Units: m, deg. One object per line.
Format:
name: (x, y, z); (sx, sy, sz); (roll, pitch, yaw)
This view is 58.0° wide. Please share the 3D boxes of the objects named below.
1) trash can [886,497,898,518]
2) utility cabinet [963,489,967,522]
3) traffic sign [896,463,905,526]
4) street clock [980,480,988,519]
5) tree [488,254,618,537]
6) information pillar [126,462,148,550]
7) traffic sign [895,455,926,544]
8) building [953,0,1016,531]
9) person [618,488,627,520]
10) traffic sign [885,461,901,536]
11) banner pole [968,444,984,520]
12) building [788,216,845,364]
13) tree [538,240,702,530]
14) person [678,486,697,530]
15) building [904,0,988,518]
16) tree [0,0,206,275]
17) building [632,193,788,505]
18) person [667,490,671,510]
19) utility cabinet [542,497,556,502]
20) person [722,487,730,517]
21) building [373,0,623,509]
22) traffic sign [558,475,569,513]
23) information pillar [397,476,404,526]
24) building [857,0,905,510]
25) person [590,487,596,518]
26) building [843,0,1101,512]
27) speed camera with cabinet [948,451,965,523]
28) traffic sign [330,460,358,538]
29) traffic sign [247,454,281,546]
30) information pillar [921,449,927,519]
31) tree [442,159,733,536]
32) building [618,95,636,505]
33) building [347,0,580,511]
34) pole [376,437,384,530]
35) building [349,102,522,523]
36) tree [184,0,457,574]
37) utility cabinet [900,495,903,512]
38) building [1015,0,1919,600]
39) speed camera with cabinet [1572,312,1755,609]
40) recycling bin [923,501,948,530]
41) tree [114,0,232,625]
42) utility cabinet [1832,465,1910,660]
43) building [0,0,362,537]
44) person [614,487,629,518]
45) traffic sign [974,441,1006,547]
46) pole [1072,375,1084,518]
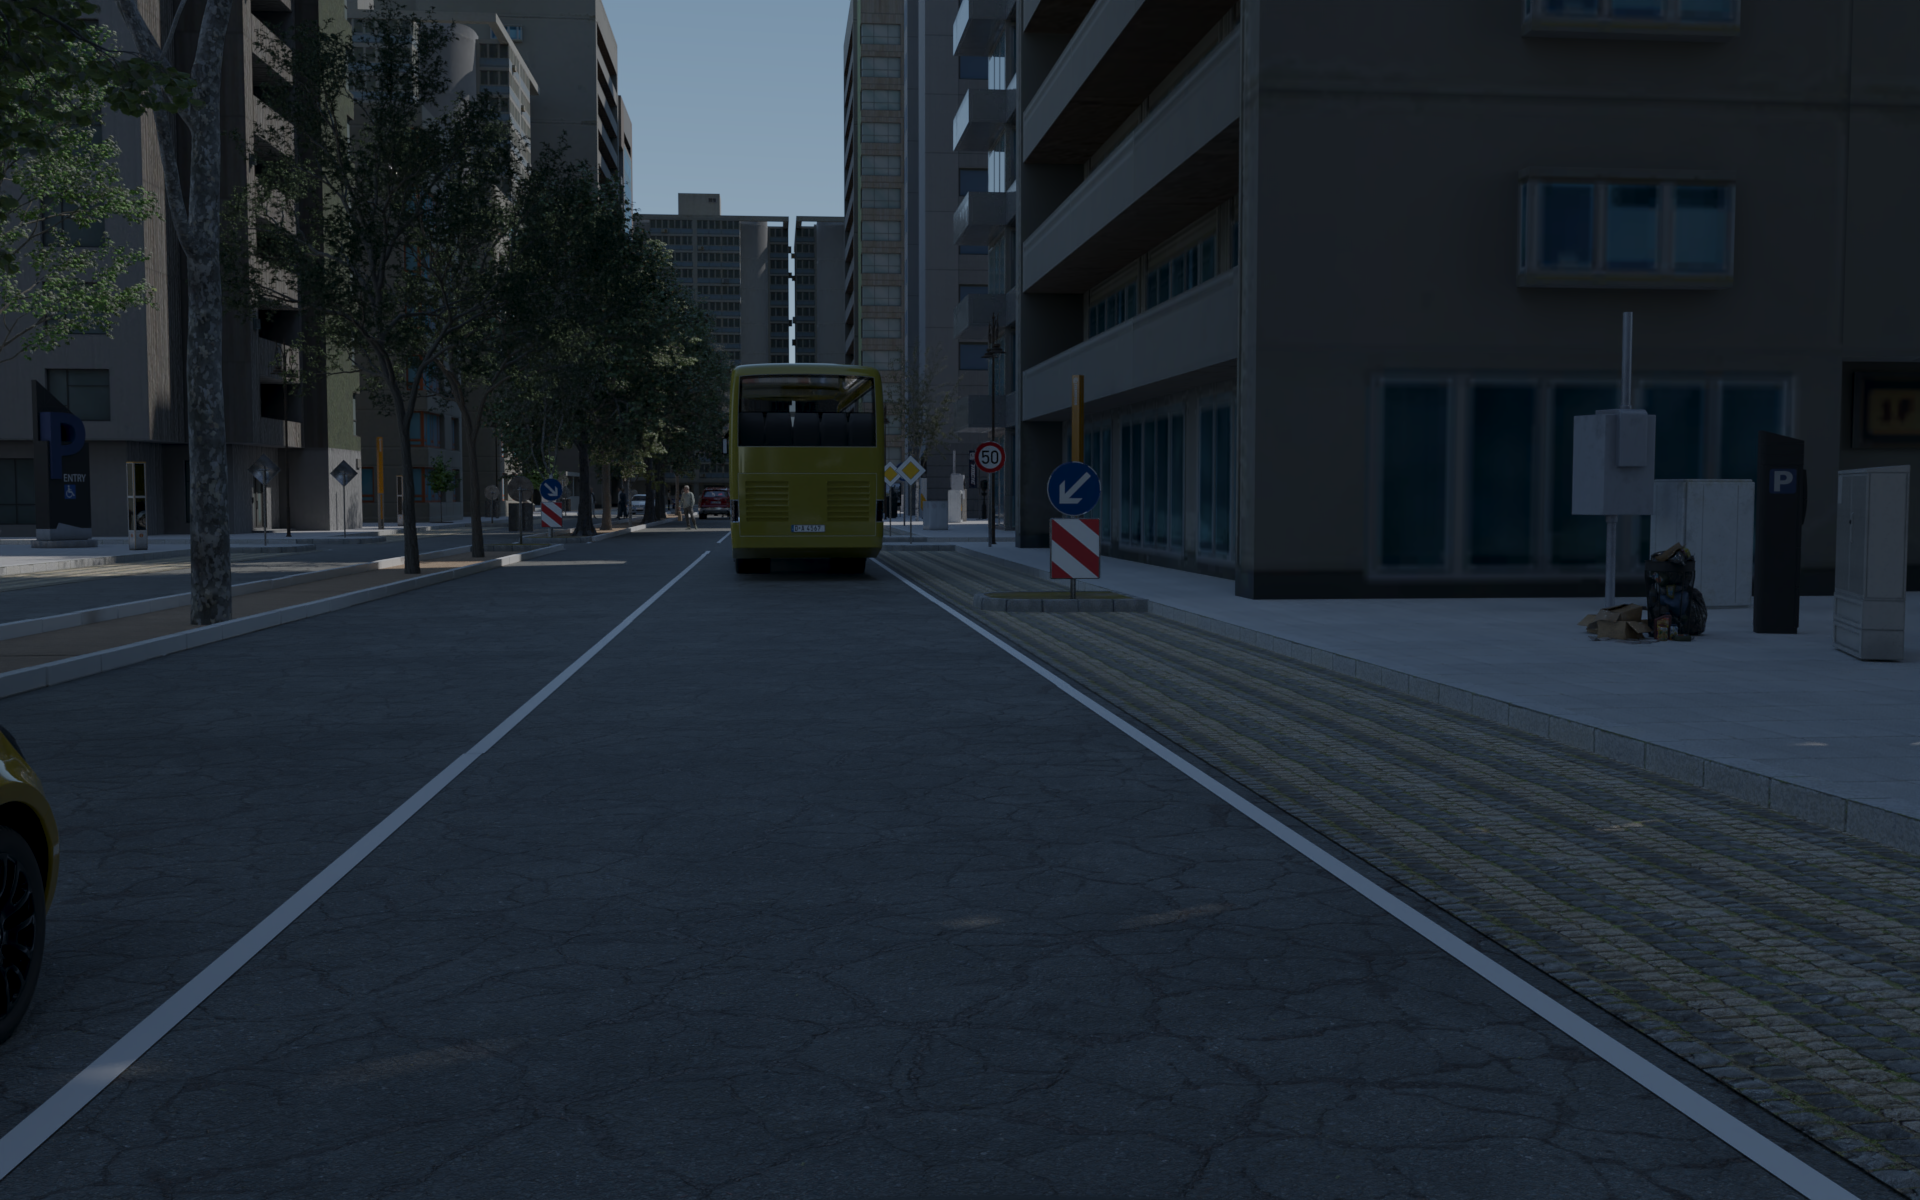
trash can: (-3.600, -4.883, 91.485); (0.748, 1.137, 0.748); (0, 3, 0)
utility cabinet: (-0.086, -4.364, 80.036); (0.318, 1.500, 1.173); (-2, 4, -25)
traffic sign: (-2.239, -4.256, 69.690); (0.768, 2.556, 0.104); (0, 4, 1)
street clock: (1.237, -5.129, 88.433); (0.471, 2.002, 0.358); (-2, 4, -24)
tree: (-12.364, -6.074, 52.131); (4.360, 8.622, 3.978); (0, 3, 0)
information pillar: (-18.794, -2.145, 39.559); (0.304, 2.012, 0.304); (3, 4, 37)
traffic sign: (-1.269, -2.504, 44.577); (0.795, 2.450, 0.064); (0, 4, -6)
building: (14.929, -27.243, 65.032); (30.456, 49.044, 23.786); (0, 4, -6)
person: (-18.838, -5.375, 96.799); (0.576, 1.772, 0.534); (1, 4, 17)
traffic sign: (-2.117, -2.989, 52.517); (0.795, 2.450, 0.064); (0, 4, -6)
banner pole: (0.789, -5.943, 87.180); (0.863, 3.779, 0.401); (2, 4, 32)
building: (-10.069, -32.819, 228.464); (23.993, 40.220, 32.217); (0, 4, -6)
tree: (-14.127, -9.048, 68.512); (7.486, 12.596, 7.792); (0, 3, 0)
person: (-11.050, -3.728, 69.946); (0.782, 1.767, 0.515); (1, 4, 19)
building: (7.138, -34.386, 104.216); (21.231, 58.520, 28.212); (0, 4, -6)
tree: (-7.852, -5.429, 9.346); (7.486, 12.596, 7.792); (0, 3, 0)
building: (-33.982, -32.695, 226.444); (23.993, 40.220, 32.217); (0, 4, -6)
person: (-25.663, -8.833, 152.929); (0.705, 1.823, 1.348); (-1, 4, -11)
utility cabinet: (-27.825, -6.486, 117.200); (1.020, 1.237, 0.306); (2, 4, 27)
person: (-14.504, -6.106, 107.701); (0.648, 1.900, 0.474); (0, 4, -1)
building: (-42.926, -32.728, 158.806); (21.300, 48.544, 21.600); (0, 4, -6)
traffic sign: (-26.891, -7.171, 117.351); (0.768, 2.556, 0.104); (0, 4, 2)
information pillar: (-22.285, -3.960, 69.232); (0.304, 2.012, 0.304); (2, 4, 26)
building: (-1.461, -28.097, 142.976); (14.154, 41.232, 14.086); (0, 4, -6)
person: (-21.788, -5.732, 102.093); (0.818, 1.842, 0.514); (0, 4, 2)
building: (0.306, -32.880, 161.284); (21.300, 48.544, 21.600); (0, 4, -6)
speed camera with cabinet: (-0.148, -5.126, 78.147); (0.660, 3.252, 2.038); (0, 4, 6)
traffic sign: (-18.073, -2.887, 50.840); (0.795, 2.450, 0.064); (0, 4, -6)
traffic sign: (-17.225, -2.401, 42.900); (0.795, 2.450, 0.064); (0, 4, -6)
information pillar: (-1.863, -5.996, 89.387); (0.183, 3.616, 0.504); (2, 4, 30)
tree: (-12.855, -8.538, 59.067); (9.611, 12.733, 9.660); (0, 3, 0)
building: (-43.612, -33.051, 190.491); (14.200, 45.320, 14.600); (0, 4, -6)
building: (-46.680, -27.099, 134.954); (32.217, 40.220, 23.993); (0, 4, -6)
pole: (-20.797, -4.177, 62.131); (0.158, 3.312, 0.155); (0, 3, 0)
building: (-39.083, -14.979, 89.939); (27.650, 21.520, 28.899); (0, 4, -6)
tree: (-9.799, -5.756, 30.981); (8.767, 10.594, 7.601); (0, 4, -6)
utility cabinet: (-3.792, -6.867, 123.437); (1.020, 1.237, 0.306); (3, 4, 38)
building: (13.039, -24.916, 31.084); (21.300, 48.544, 21.600); (0, 4, -6)
speed camera with cabinet: (7.855, -1.528, 19.319); (2.038, 3.252, 0.660); (-1, 4, -18)
recycling bin: (-0.873, -3.007, 61.719); (0.722, 1.027, 0.722); (-1, 4, -22)
tree: (-9.516, -9.833, 19.124); (12.611, 20.169, 13.585); (0, 3, 0)
utility cabinet: (7.188, -0.308, 13.712); (0.318, 1.500, 1.173); (1, 4, 17)
building: (-28.713, -17.426, 56.616); (14.160, 30.474, 14.107); (0, 4, -6)
person: (-20.001, -5.732, 102.315); (0.850, 1.850, 0.679); (0, 4, 7)
traffic sign: (0.727, -2.554, 41.863); (0.768, 2.556, 0.104); (0, 4, 3)
pole: (2.022, -2.197, 29.760); (0.158, 3.312, 0.155); (0, 3, 0)
